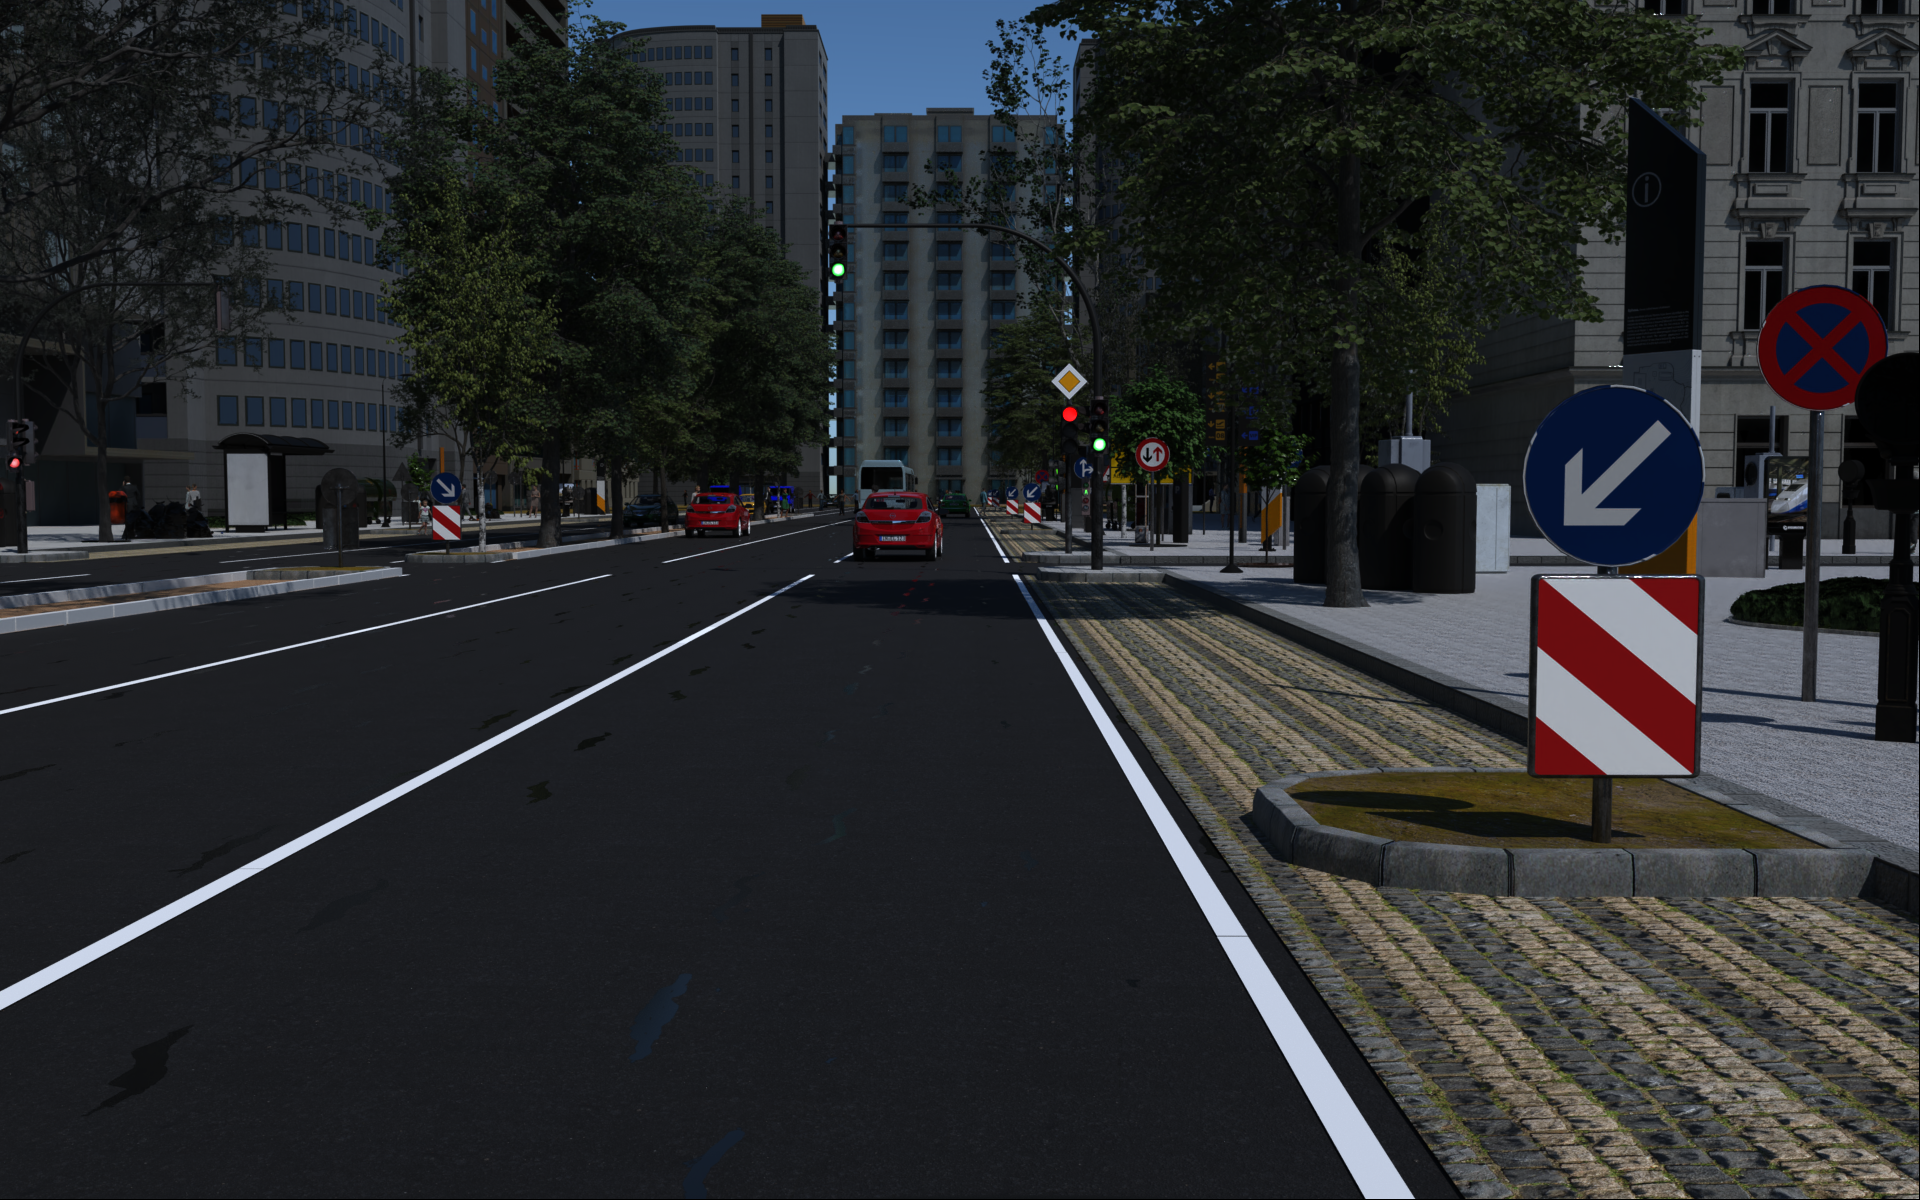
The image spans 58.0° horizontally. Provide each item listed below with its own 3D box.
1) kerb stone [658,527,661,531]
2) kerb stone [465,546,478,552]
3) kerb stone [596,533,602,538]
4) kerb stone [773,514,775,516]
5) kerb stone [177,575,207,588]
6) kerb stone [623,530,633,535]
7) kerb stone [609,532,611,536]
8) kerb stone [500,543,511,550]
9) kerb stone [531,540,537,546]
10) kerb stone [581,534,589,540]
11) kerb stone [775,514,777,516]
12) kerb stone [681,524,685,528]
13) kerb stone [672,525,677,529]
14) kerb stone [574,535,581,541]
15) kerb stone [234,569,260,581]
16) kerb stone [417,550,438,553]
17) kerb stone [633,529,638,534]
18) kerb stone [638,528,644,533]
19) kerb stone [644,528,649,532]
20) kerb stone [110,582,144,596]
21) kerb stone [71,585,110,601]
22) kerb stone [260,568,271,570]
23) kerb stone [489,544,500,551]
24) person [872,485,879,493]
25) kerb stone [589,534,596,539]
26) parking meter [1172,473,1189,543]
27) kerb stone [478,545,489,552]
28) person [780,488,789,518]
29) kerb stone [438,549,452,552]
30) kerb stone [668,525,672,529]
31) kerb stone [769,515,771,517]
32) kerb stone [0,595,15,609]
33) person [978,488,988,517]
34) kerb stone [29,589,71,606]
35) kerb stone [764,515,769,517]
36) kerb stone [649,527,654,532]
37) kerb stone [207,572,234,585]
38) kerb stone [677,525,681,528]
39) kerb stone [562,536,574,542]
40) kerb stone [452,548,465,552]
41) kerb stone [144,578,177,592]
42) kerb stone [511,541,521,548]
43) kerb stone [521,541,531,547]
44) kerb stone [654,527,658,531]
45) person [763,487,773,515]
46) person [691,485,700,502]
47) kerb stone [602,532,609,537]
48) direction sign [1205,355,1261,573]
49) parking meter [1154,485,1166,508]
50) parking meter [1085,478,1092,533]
[{"bbox_3d":[-11.742,-2.750,67.154,0.120,0.150,1.000,0,4,0],"label":"kerb stone"},{"bbox_3d":[-11.834,-1.175,41.535,0.120,0.150,1.000,0,4,0],"label":"kerb stone"},{"bbox_3d":[-11.792,-2.054,55.891,0.120,0.150,1.000,0,4,0],"label":"kerb stone"},{"bbox_3d":[-11.607,-5.131,106.086,0.120,0.150,1.000,0,4,0],"label":"kerb stone"},{"bbox_3d":[-11.894,-0.268,26.614,0.120,0.150,1.000,0,4,0],"label":"kerb stone"},{"bbox_3d":[-11.776,-2.375,61.021,0.120,0.150,1.000,0,4,0],"label":"kerb stone"},{"bbox_3d":[-11.779,-2.187,57.949,0.120,0.150,1.000,0,4,0],"label":"kerb stone"},{"bbox_3d":[-11.833,-1.370,44.602,0.120,0.150,1.000,0,4,0],"label":"kerb stone"},{"bbox_3d":[-11.824,-1.557,47.687,0.120,0.150,1.000,0,4,0],"label":"kerb stone"},{"bbox_3d":[-11.794,-1.936,53.843,0.120,0.150,1.000,0,4,0],"label":"kerb stone"},{"bbox_3d":[-11.613,-5.193,107.108,0.120,0.150,1.000,0,4,0],"label":"kerb stone"},{"bbox_3d":[-11.728,-3.063,72.279,0.120,0.150,1.000,0,4,0],"label":"kerb stone"},{"bbox_3d":[-11.739,-2.938,70.234,0.120,0.150,1.000,0,4,0],"label":"kerb stone"},{"bbox_3d":[-11.805,-1.873,52.821,0.120,0.150,1.000,0,4,0],"label":"kerb stone"},{"bbox_3d":[-11.891,-0.396,28.668,0.120,0.150,1.000,0,4,0],"label":"kerb stone"},{"bbox_3d":[-11.856,-0.994,38.451,0.120,0.150,1.000,0,4,0],"label":"kerb stone"},{"bbox_3d":[-11.768,-2.433,62.043,0.120,0.150,1.000,0,4,0],"label":"kerb stone"},{"bbox_3d":[-11.762,-2.498,63.066,0.120,0.150,1.000,0,4,0],"label":"kerb stone"},{"bbox_3d":[-11.767,-2.562,64.088,0.120,0.150,1.000,0,4,0],"label":"kerb stone"},{"bbox_3d":[-11.906,-0.145,24.568,0.120,0.150,1.000,0,4,0],"label":"kerb stone"},{"bbox_3d":[-11.898,-0.082,23.542,0.120,0.150,1.000,0,4,0],"label":"kerb stone"},{"bbox_3d":[-11.889,-0.458,29.694,0.120,0.150,1.000,0,4,0],"label":"kerb stone"},{"bbox_3d":[-11.843,-1.308,43.579,0.120,0.150,1.000,0,4,0],"label":"kerb stone"},{"bbox_3d":[-2.694,-2.865,56.177,0.563,1.720,0.643,3,4,37],"label":"person"},{"bbox_3d":[-11.794,-1.995,54.866,0.120,0.150,1.000,0,4,0],"label":"kerb stone"},{"bbox_3d":[5.790,-2.431,45.461,0.255,1.863,0.399,-2,4,-35],"label":"parking meter"},{"bbox_3d":[-11.839,-1.245,42.557,0.120,0.150,1.000,0,4,0],"label":"kerb stone"},{"bbox_3d":[-10.142,-5.588,100.118,0.529,1.795,0.600,0,4,4],"label":"person"},{"bbox_3d":[-11.855,-1.055,39.480,0.120,0.150,1.000,0,4,0],"label":"kerb stone"},{"bbox_3d":[-11.738,-2.875,69.199,0.120,0.150,1.000,0,4,0],"label":"kerb stone"},{"bbox_3d":[-11.625,-5.001,104.042,0.120,0.150,1.000,0,4,0],"label":"kerb stone"},{"bbox_3d":[-11.913,0.043,21.492,0.120,0.150,1.000,0,4,0],"label":"kerb stone"},{"bbox_3d":[1.437,-6.145,108.832,0.748,1.841,0.638,-2,4,-24],"label":"person"},{"bbox_3d":[-11.914,-0.020,22.514,0.120,0.150,1.000,0,4,0],"label":"kerb stone"},{"bbox_3d":[-11.627,-4.941,103.019,0.120,0.150,1.000,0,4,0],"label":"kerb stone"},{"bbox_3d":[-11.759,-2.619,65.110,0.120,0.150,1.000,0,4,0],"label":"kerb stone"},{"bbox_3d":[-11.896,-0.333,27.639,0.120,0.150,1.000,0,4,0],"label":"kerb stone"},{"bbox_3d":[-11.734,-3.001,71.257,0.120,0.150,1.000,0,4,0],"label":"kerb stone"},{"bbox_3d":[-11.806,-1.810,51.794,0.120,0.150,1.000,0,4,0],"label":"kerb stone"},{"bbox_3d":[-11.851,-1.118,40.506,0.120,0.150,1.000,0,4,0],"label":"kerb stone"},{"bbox_3d":[-11.891,-0.208,25.592,0.120,0.150,1.000,0,4,0],"label":"kerb stone"},{"bbox_3d":[-11.832,-1.433,45.627,0.120,0.150,1.000,0,4,0],"label":"kerb stone"},{"bbox_3d":[-11.826,-1.496,46.659,0.120,0.150,1.000,0,4,0],"label":"kerb stone"},{"bbox_3d":[-11.767,-2.687,66.132,0.120,0.150,1.000,0,4,0],"label":"kerb stone"},{"bbox_3d":[-12.247,-6.268,110.351,0.648,1.900,0.474,-1,4,-17],"label":"person"},{"bbox_3d":[-10.520,-3.707,69.459,0.694,1.780,0.624,-2,4,-29],"label":"person"},{"bbox_3d":[-11.786,-2.121,56.924,0.120,0.150,1.000,0,4,0],"label":"kerb stone"},{"bbox_3d":[4.435,-2.214,28.189,0.876,3.537,0.379,0,4,3],"label":"direction sign"},{"bbox_3d":[6.635,-3.178,57.676,0.399,1.863,0.255,2,4,32],"label":"parking meter"},{"bbox_3d":[4.341,-3.174,57.602,0.399,1.863,0.255,0,4,-3],"label":"parking meter"}]
